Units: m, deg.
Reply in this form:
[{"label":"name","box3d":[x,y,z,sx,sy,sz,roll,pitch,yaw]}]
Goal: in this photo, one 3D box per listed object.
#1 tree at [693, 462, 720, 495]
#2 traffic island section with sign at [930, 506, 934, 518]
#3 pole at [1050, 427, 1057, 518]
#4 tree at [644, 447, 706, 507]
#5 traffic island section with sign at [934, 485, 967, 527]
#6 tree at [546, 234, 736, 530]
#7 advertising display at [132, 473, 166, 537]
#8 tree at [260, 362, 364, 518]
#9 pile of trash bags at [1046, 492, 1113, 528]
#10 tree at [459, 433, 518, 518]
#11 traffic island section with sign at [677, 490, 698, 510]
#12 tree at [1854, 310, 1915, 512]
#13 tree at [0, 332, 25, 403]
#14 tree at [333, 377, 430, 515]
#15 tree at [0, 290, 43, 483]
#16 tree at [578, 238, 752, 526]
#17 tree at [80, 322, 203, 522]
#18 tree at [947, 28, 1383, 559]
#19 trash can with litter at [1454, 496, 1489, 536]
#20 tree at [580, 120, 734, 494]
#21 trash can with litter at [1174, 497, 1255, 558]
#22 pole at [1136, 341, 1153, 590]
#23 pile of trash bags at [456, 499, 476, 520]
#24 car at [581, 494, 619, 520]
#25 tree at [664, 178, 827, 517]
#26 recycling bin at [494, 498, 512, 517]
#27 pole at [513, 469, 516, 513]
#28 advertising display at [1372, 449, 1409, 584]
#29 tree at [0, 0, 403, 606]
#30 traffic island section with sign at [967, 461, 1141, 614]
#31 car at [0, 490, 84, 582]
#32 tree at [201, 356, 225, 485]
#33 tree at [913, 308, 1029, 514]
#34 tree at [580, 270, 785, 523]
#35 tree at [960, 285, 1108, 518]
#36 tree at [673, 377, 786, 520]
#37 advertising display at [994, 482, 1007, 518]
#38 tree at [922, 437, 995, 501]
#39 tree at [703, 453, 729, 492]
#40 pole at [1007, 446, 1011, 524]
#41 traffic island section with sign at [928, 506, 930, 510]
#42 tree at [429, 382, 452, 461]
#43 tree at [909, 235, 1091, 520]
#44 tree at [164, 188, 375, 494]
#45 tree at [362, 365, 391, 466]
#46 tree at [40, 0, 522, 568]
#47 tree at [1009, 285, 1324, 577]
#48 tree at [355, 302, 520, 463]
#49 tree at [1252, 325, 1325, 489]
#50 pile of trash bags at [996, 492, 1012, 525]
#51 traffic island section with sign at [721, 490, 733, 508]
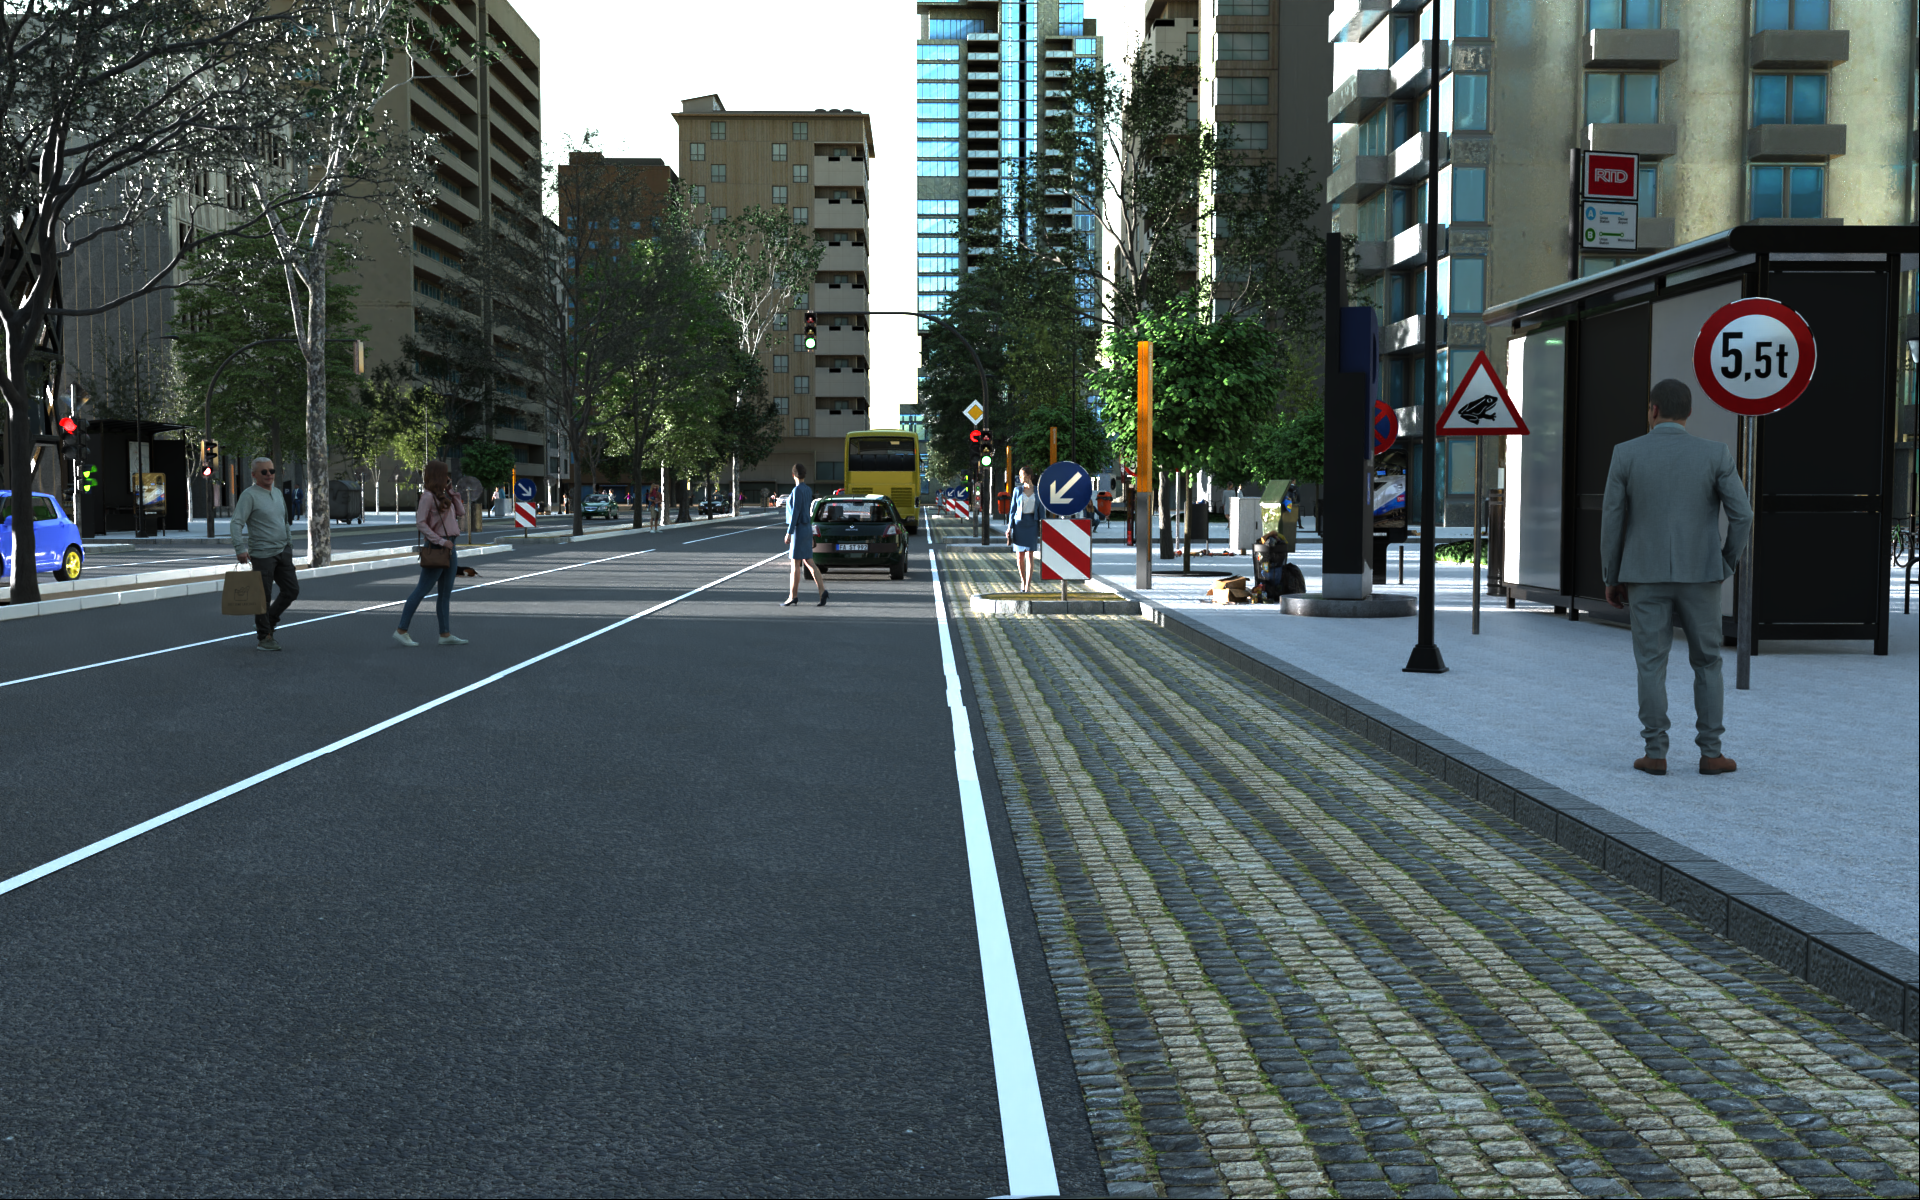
[{"label":"tree","box3d":[-28.276,-14.826,192.766,4.360,8.622,3.978,0,3,0]},{"label":"traffic island section with sign","box3d":[-0.662,-5.854,104.334,1.989,1.847,2.006,0,4,-1]},{"label":"pole","box3d":[2.837,-3.597,52.648,0.158,3.312,0.155,0,3,0]},{"label":"tree","box3d":[-27.590,-15.917,166.895,9.857,13.997,8.962,0,3,0]},{"label":"traffic island section with sign","box3d":[-0.045,-4.127,76.110,1.989,1.847,2.006,0,4,-1]},{"label":"tree","box3d":[-12.623,-8.546,67.947,9.928,11.665,9.643,0,3,0]},{"label":"advertising display","box3d":[-24.486,-2.882,52.333,0.123,1.923,0.974,3,4,37]},{"label":"tree","box3d":[-34.771,-8.639,91.616,4.360,8.622,3.978,0,3,0]},{"label":"pile of trash bags","box3d":[4.384,-3.418,65.633,3.447,1.369,1.912,3,5,43]},{"label":"tree","box3d":[-25.548,-6.726,93.676,4.285,4.588,4.351,0,3,0]},{"label":"traffic island section with sign","box3d":[-23.953,-8.843,153.211,1.989,1.847,2.006,0,4,-1]},{"label":"tree","box3d":[31.406,-6.772,61.081,4.360,8.622,3.978,0,3,0]},{"label":"tree","box3d":[-33.025,-6.481,56.328,4.737,8.622,4.395,0,3,0]},{"label":"tree","box3d":[-36.427,-9.618,107.610,4.737,8.622,4.395,0,3,0]},{"label":"tree","box3d":[-34.402,-6.819,61.852,4.360,8.622,3.978,0,3,0]},{"label":"tree","box3d":[-13.154,-9.548,76.699,7.486,12.596,7.792,0,3,0]},{"label":"tree","box3d":[-35.437,-7.520,73.310,4.360,8.622,3.978,0,3,0]},{"label":"tree","box3d":[4.088,-6.106,34.240,8.767,10.594,7.601,0,4,-5]},{"label":"trash can with litter","box3d":[16.194,-2.570,53.072,1.678,1.210,2.233,0,4,3]},{"label":"tree","box3d":[-12.623,-8.808,56.839,12.009,13.543,11.850,0,3,0]},{"label":"trash can with litter","box3d":[5.313,-1.523,35.957,2.233,1.210,1.678,-1,4,-15]},{"label":"pole","box3d":[2.482,-1.800,23.266,0.158,3.312,0.155,0,3,0]},{"label":"pile of trash bags","box3d":[-25.599,-4.830,88.727,1.912,1.369,3.447,-1,4,-18]},{"label":"car","box3d":[-20.461,-5.266,97.891,2.131,1.459,4.920,0,4,-2]},{"label":"tree","box3d":[-14.682,-15.042,104.290,12.611,20.169,13.585,0,3,0]},{"label":"recycling bin","box3d":[-26.209,-5.311,99.388,0.722,1.027,0.722,2,4,27]},{"label":"pole","box3d":[-30.661,-7.667,119.202,0.158,3.312,0.155,0,3,0]},{"label":"advertising display","box3d":[5.867,-1.184,24.572,0.974,1.923,0.123,0,4,-8]},{"label":"tree","box3d":[-11.944,-6.656,21.646,12.009,13.543,11.850,0,3,0]},{"label":"traffic island section with sign","box3d":[1.138,-0.787,21.493,1.989,1.847,2.006,0,4,-1]},{"label":"car","box3d":[-15.070,-1.036,26.525,1.945,1.707,3.694,0,3,0]},{"label":"tree","box3d":[-35.795,-7.944,80.248,4.360,8.622,3.978,0,3,0]},{"label":"tree","box3d":[2.024,-12.344,112.200,12.009,13.543,11.850,0,3,0]},{"label":"tree","box3d":[-13.634,-10.144,85.319,9.611,12.733,9.660,0,3,0]},{"label":"tree","box3d":[3.091,-6.685,59.658,4.737,8.622,4.395,0,3,0]},{"label":"tree","box3d":[-13.587,-9.636,94.417,8.767,10.594,7.601,0,4,-1]},{"label":"advertising display","box3d":[2.229,-5.402,93.535,0.123,1.923,0.974,-3,5,-44]},{"label":"tree","box3d":[0.326,-16.721,190.389,9.611,12.733,9.660,0,3,0]},{"label":"tree","box3d":[-28.186,-15.211,199.060,4.737,8.622,4.395,0,3,0]},{"label":"pole","box3d":[2.084,-4.881,73.653,0.158,3.312,0.155,0,3,0]},{"label":"traffic island section with sign","box3d":[-1.738,-8.865,153.576,1.989,1.847,2.006,0,4,-1]},{"label":"tree","box3d":[-35.167,-9.922,112.593,4.737,8.622,4.395,0,3,0]},{"label":"tree","box3d":[1.903,-11.004,86.573,9.857,13.997,8.962,0,3,0]},{"label":"tree","box3d":[-25.542,-8.935,64.216,7.486,12.596,7.792,0,3,0]},{"label":"tree","box3d":[-34.663,-9.104,99.205,4.360,8.622,3.978,0,3,0]},{"label":"tree","box3d":[-13.652,-10.731,33.796,12.611,20.169,13.585,0,3,0]},{"label":"tree","box3d":[3.544,-2.670,27.372,4.285,4.588,4.351,0,3,0]},{"label":"tree","box3d":[-25.631,-9.213,85.044,8.767,10.594,7.601,0,4,-4]},{"label":"tree","box3d":[13.928,-7.515,73.232,4.737,8.622,4.395,0,3,0]},{"label":"pile of trash bags","box3d":[3.240,-3.828,72.341,3.447,1.369,1.912,0,4,-3]},{"label":"traffic island section with sign","box3d":[-24.542,-10.491,180.160,1.989,1.847,2.006,0,4,-1]}]
